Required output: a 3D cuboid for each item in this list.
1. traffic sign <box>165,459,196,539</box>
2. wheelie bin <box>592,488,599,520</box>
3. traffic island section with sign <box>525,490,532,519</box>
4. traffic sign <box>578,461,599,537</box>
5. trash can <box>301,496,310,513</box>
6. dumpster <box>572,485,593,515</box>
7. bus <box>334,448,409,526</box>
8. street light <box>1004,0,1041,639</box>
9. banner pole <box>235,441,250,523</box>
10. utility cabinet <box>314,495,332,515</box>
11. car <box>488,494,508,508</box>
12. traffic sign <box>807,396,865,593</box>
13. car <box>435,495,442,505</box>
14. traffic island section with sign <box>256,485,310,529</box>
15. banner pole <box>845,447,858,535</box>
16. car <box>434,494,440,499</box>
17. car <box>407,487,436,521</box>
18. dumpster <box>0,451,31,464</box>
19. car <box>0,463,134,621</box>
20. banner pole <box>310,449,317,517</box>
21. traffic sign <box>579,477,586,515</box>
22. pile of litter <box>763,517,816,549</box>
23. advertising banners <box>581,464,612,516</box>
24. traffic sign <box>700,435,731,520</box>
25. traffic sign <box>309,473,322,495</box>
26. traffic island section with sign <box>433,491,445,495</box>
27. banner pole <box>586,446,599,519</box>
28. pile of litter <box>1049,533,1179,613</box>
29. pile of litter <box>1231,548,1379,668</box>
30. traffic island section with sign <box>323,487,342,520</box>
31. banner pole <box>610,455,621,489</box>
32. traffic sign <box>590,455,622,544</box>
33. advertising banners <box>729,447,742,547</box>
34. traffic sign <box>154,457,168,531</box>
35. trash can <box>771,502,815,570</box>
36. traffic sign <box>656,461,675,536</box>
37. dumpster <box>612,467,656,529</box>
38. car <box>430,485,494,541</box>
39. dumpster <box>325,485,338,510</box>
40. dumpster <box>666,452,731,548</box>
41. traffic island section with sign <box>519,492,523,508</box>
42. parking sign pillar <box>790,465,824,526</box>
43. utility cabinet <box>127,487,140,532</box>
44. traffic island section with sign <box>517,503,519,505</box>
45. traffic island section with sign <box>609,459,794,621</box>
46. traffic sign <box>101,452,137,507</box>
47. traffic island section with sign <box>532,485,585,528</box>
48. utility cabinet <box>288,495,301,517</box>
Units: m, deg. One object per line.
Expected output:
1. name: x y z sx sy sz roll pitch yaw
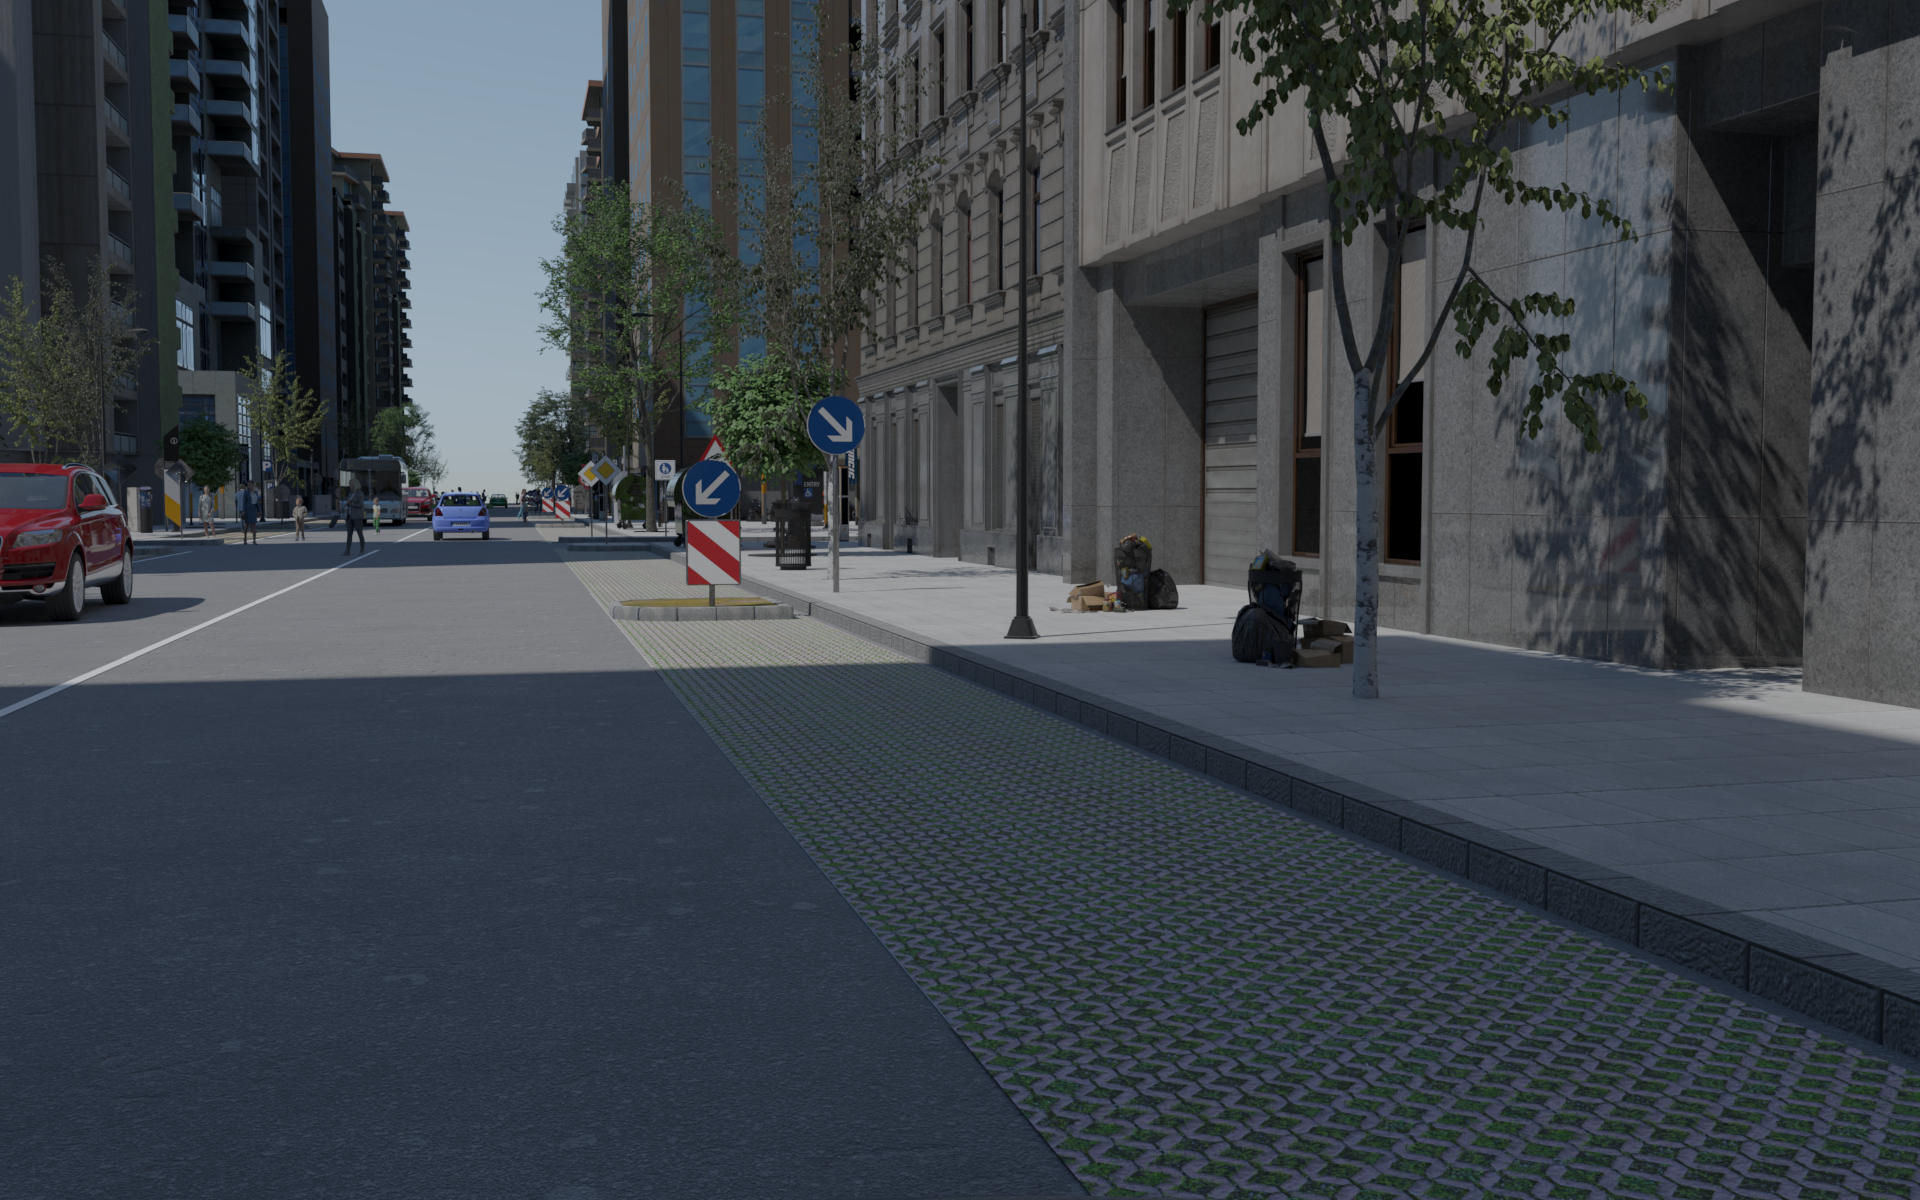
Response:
1. traffic sign: -22.091 -2.782 49.120 0.795 2.450 0.064 -1 4 -15
2. wheelie bin: -18.174 -4.855 87.285 0.693 1.594 0.980 -1 4 -10
3. traffic island section with sign: -23.979 -5.601 100.209 1.989 1.847 2.006 -1 4 -15
4. traffic sign: -11.060 -2.956 51.970 0.795 2.450 0.064 -1 4 -15
5. trash can: -41.204 -5.938 108.737 0.748 1.137 0.748 0 3 0
6. dumpster: -23.346 -6.216 107.393 1.264 1.857 1.865 -1 4 -15
7. bus: -27.244 -5.257 80.818 2.948 3.499 13.247 -1 4 -16
8. street light: 0.029 -2.605 15.133 1.470 5.913 1.316 -1 4 -15
9. banner pole: -31.411 -5.238 75.650 0.863 3.779 0.401 0 4 4
10. utility cabinet: -38.928 -5.786 105.766 1.020 1.237 0.306 -3 5 -44
11. car: -46.201 -10.064 173.334 1.959 1.807 4.718 -1 4 -15
12. traffic sign: -1.612 -1.370 22.501 0.768 2.556 0.104 -1 4 -14
13. car: -50.283 -9.520 168.232 1.945 1.354 3.894 -1 4 -16
14. traffic island section with sign: -27.918 -3.835 71.338 1.989 1.847 2.006 -1 4 -15
15. banner pole: -3.278 -3.935 54.354 0.863 3.779 0.401 2 4 29
16. car: -65.157 -12.513 214.815 2.015 1.641 3.980 -1 4 -14
17. car: -29.083 -5.120 92.377 2.281 1.827 5.304 -1 4 -14
18. dumpster: -21.682 -2.244 39.186 1.502 2.255 1.985 -1 4 -15
19. car: -11.403 -0.747 20.882 2.281 1.827 5.304 -1 4 -16
20. banner pole: -36.185 -6.528 96.748 0.401 3.779 0.863 -1 4 -12
21. traffic sign: -22.726 -6.422 105.102 0.768 2.556 0.104 -1 4 -13
22. pile of litter: -4.064 -1.672 41.303 1.176 0.858 1.719 -1 4 -20
23. advertising banners: -20.871 -6.369 100.317 2.074 3.025 0.090 0 4 -7
24. traffic sign: -5.360 -2.323 37.993 0.884 2.594 0.081 -1 4 -9
25. traffic sign: -39.520 -6.493 106.261 0.768 2.556 0.104 -1 4 -11
26. traffic island section with sign: -68.283 -13.287 225.873 1.989 1.847 2.006 -1 4 -15
27. banner pole: -19.177 -6.148 90.542 0.863 3.779 0.401 2 4 30
28. pile of litter: 1.722 -0.325 19.272 1.719 0.858 1.176 -2 4 -23
29. pile of litter: 2.707 0.028 13.511 1.176 0.858 1.719 3 4 37
30. traffic island section with sign: -34.741 -5.431 97.418 1.989 1.847 2.006 -1 4 -15
31. banner pole: -20.753 -7.017 104.742 0.863 3.779 0.401 -1 4 -11
32. traffic sign: -9.042 -2.483 44.243 0.795 2.450 0.064 -1 4 -15
33. advertising banners: -5.133 -2.647 39.472 0.090 3.025 2.074 0 4 -1
34. traffic sign: -27.278 -3.632 59.491 0.768 2.556 0.104 0 4 -6
35. trash can: -2.821 -1.079 29.300 0.748 1.137 0.748 0 3 0
36. traffic sign: -8.948 -3.089 52.633 0.606 2.300 0.079 -1 4 -14
37. dumpster: -11.919 -3.725 63.401 1.502 2.255 1.985 -1 4 -15
38. car: -15.739 -2.760 54.714 1.945 1.707 3.694 -1 4 -15
39. dumpster: -41.508 -6.685 115.062 1.264 1.857 1.865 -1 4 -14
40. dumpster: -6.186 -2.383 41.459 1.502 2.255 1.985 -1 4 -15
41. traffic island section with sign: -36.563 -8.549 148.402 1.989 1.847 2.006 -1 4 -15
42. parking sign pillar: -6.140 -4.929 69.061 1.447 3.967 1.447 -2 4 -29
43. utility cabinet: -27.839 -3.053 58.600 0.318 1.500 1.173 -3 5 -39
44. traffic island section with sign: -43.472 -10.168 174.871 1.989 1.847 2.006 -1 4 -15
45. traffic island section with sign: -3.100 -0.716 20.337 1.989 1.847 2.006 -1 4 -15
46. traffic sign: -20.073 -2.309 41.393 0.795 2.450 0.064 -1 4 -15
47. traffic island section with sign: -17.038 -3.978 73.668 1.989 1.847 2.006 -1 4 -15
48. utility cabinet: -36.520 -5.136 95.132 1.020 1.237 0.306 3 5 44
